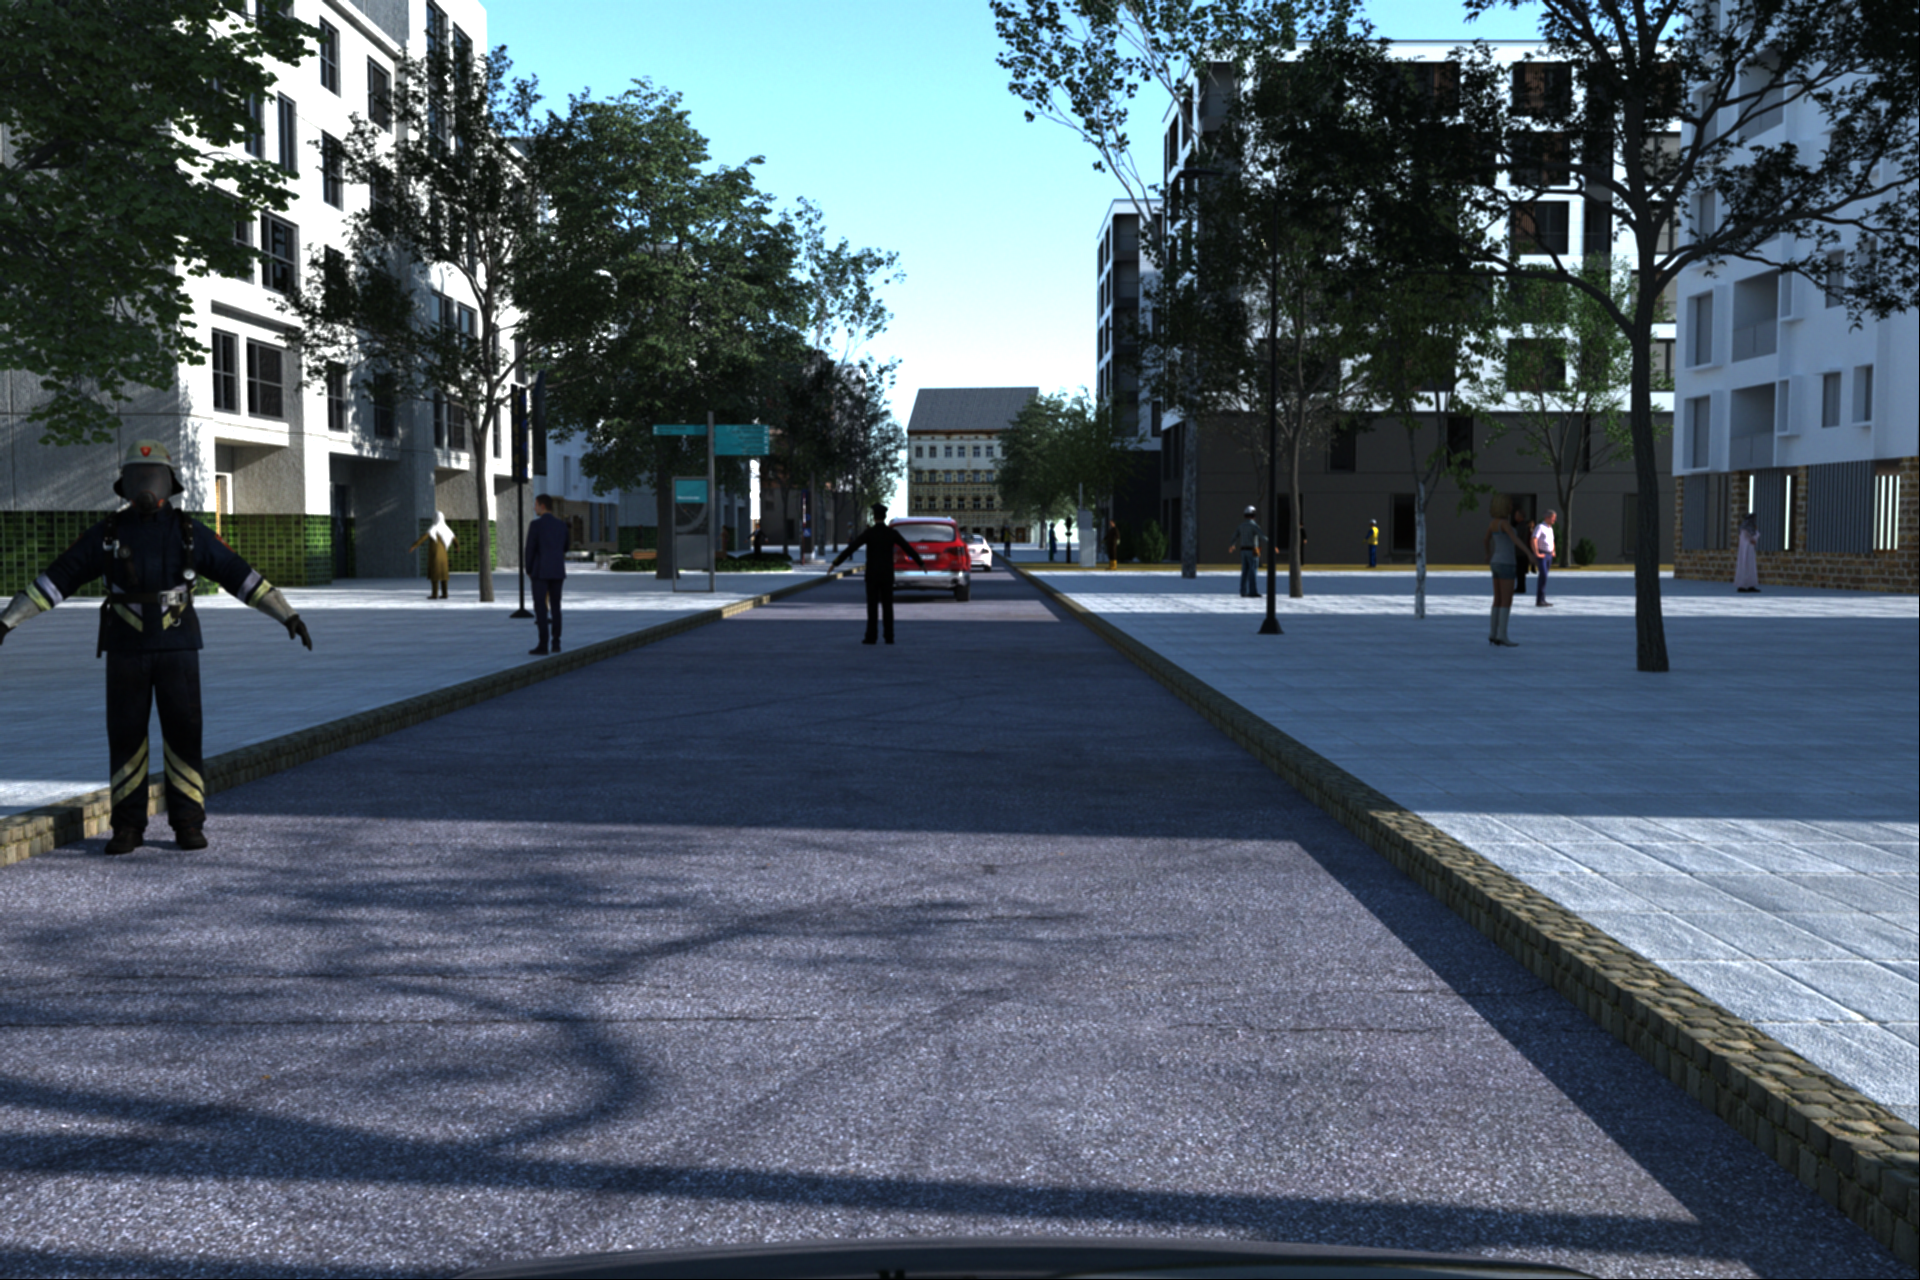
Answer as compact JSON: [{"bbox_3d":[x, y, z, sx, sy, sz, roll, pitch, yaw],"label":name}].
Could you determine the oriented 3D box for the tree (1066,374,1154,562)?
[{"bbox_3d":[6.818,-7.985,80.918,4.737,8.622,4.395,0,3,0],"label":"tree"}]

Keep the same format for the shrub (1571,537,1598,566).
[{"bbox_3d":[24.973,-3.555,69.245,1.383,1.207,1.383,0,3,0],"label":"shrub"}]

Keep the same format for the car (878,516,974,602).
[{"bbox_3d":[-0.819,-1.807,38.211,2.281,1.827,5.304,0,4,-1],"label":"car"}]

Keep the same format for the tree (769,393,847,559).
[{"bbox_3d":[-7.870,-8.432,88.222,4.737,8.622,4.395,0,3,0],"label":"tree"}]

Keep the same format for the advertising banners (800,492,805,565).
[{"bbox_3d":[-6.505,-4.620,71.730,0.090,3.025,2.074,0,4,-1],"label":"advertising banners"}]

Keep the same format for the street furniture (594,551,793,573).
[{"bbox_3d":[-9.857,-2.808,61.530,5.734,0.657,10.072,-1,4,-22],"label":"street furniture"}]

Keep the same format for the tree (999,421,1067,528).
[{"bbox_3d":[7.458,-14.939,162.385,7.486,12.596,7.792,0,3,0],"label":"tree"}]

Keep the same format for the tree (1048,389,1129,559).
[{"bbox_3d":[6.710,-8.368,87.179,4.737,8.622,4.395,0,3,0],"label":"tree"}]

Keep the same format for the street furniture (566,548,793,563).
[{"bbox_3d":[-12.834,-3.833,78.297,10.072,0.657,5.734,1,4,10],"label":"street furniture"}]

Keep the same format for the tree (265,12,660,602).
[{"bbox_3d":[-9.184,-5.979,32.163,8.767,10.594,7.601,3,5,42],"label":"tree"}]

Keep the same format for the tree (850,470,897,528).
[{"bbox_3d":[-7.666,-12.276,151.068,4.737,8.622,4.395,0,3,0],"label":"tree"}]

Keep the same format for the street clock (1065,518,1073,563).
[{"bbox_3d":[4.751,-4.354,75.754,0.358,2.002,0.471,0,4,-1],"label":"street clock"}]

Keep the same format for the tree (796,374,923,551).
[{"bbox_3d":[-7.872,-13.589,132.554,12.009,13.543,11.850,0,3,0],"label":"tree"}]

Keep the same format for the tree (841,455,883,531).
[{"bbox_3d":[-8.414,-12.870,160.794,4.360,8.622,3.978,0,3,0],"label":"tree"}]

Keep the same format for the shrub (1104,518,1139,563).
[{"bbox_3d":[7.131,-4.402,76.392,1.690,2.028,1.600,0,3,0],"label":"shrub"}]

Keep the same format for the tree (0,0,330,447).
[{"bbox_3d":[-9.502,-5.912,14.795,7.486,12.596,7.792,0,3,0],"label":"tree"}]

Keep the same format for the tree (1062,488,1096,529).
[{"bbox_3d":[18.176,-20.447,252.439,7.486,12.596,7.792,0,3,0],"label":"tree"}]

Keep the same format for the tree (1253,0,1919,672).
[{"bbox_3d":[6.181,-4.994,16.058,7.601,10.594,8.767,1,4,18],"label":"tree"}]

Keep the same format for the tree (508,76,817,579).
[{"bbox_3d":[-8.331,-8.709,49.049,9.857,13.997,8.962,0,3,0],"label":"tree"}]

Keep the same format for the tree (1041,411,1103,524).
[{"bbox_3d":[7.060,-9.317,102.697,4.737,8.622,4.395,0,3,0],"label":"tree"}]

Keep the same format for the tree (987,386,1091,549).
[{"bbox_3d":[7.094,-14.883,149.985,9.857,13.997,8.962,0,3,0],"label":"tree"}]

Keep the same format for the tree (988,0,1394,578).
[{"bbox_3d":[8.083,-11.829,49.291,12.611,20.169,13.585,0,3,0],"label":"tree"}]

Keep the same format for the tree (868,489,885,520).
[{"bbox_3d":[-14.361,-19.663,255.894,7.601,10.594,8.767,0,4,-2],"label":"tree"}]

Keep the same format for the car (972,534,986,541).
[{"bbox_3d":[0.931,-7.181,127.626,2.015,1.641,3.980,0,4,0],"label":"car"}]

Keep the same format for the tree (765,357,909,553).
[{"bbox_3d":[-8.467,-12.772,119.188,12.009,13.543,11.850,0,3,0],"label":"tree"}]

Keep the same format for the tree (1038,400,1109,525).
[{"bbox_3d":[6.506,-8.768,93.714,4.737,8.622,4.395,0,3,0],"label":"tree"}]

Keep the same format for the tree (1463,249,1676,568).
[{"bbox_3d":[22.657,-8.498,64.698,9.928,11.665,9.643,0,3,0],"label":"tree"}]

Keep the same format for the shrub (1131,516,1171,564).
[{"bbox_3d":[8.071,-4.207,73.211,1.690,2.028,1.600,0,3,0],"label":"shrub"}]

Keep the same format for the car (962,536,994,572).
[{"bbox_3d":[0.271,-3.304,66.375,2.083,1.381,4.827,0,4,0],"label":"car"}]

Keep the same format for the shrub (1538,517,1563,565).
[{"bbox_3d":[24.184,-4.118,71.377,1.661,2.075,1.752,0,3,0],"label":"shrub"}]

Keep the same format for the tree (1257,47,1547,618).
[{"bbox_3d":[6.833,-4.625,25.974,4.737,8.622,4.395,0,3,0],"label":"tree"}]

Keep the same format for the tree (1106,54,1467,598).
[{"bbox_3d":[6.456,-6.128,34.613,7.601,10.594,8.767,-1,4,-14],"label":"tree"}]

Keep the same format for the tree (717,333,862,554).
[{"bbox_3d":[-8.362,-8.931,80.433,8.767,10.594,7.601,2,4,34],"label":"tree"}]

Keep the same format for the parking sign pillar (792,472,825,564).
[{"bbox_3d":[-6.496,-5.240,74.143,1.447,3.967,1.447,0,4,1],"label":"parking sign pillar"}]

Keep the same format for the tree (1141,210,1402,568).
[{"bbox_3d":[11.461,-9.496,65.627,12.009,13.543,11.850,0,3,0],"label":"tree"}]

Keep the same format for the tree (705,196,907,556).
[{"bbox_3d":[-9.176,-14.937,100.117,12.611,20.169,13.585,0,3,0],"label":"tree"}]

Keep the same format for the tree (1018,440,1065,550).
[{"bbox_3d":[6.738,-11.377,136.382,4.737,8.622,4.395,0,3,0],"label":"tree"}]
